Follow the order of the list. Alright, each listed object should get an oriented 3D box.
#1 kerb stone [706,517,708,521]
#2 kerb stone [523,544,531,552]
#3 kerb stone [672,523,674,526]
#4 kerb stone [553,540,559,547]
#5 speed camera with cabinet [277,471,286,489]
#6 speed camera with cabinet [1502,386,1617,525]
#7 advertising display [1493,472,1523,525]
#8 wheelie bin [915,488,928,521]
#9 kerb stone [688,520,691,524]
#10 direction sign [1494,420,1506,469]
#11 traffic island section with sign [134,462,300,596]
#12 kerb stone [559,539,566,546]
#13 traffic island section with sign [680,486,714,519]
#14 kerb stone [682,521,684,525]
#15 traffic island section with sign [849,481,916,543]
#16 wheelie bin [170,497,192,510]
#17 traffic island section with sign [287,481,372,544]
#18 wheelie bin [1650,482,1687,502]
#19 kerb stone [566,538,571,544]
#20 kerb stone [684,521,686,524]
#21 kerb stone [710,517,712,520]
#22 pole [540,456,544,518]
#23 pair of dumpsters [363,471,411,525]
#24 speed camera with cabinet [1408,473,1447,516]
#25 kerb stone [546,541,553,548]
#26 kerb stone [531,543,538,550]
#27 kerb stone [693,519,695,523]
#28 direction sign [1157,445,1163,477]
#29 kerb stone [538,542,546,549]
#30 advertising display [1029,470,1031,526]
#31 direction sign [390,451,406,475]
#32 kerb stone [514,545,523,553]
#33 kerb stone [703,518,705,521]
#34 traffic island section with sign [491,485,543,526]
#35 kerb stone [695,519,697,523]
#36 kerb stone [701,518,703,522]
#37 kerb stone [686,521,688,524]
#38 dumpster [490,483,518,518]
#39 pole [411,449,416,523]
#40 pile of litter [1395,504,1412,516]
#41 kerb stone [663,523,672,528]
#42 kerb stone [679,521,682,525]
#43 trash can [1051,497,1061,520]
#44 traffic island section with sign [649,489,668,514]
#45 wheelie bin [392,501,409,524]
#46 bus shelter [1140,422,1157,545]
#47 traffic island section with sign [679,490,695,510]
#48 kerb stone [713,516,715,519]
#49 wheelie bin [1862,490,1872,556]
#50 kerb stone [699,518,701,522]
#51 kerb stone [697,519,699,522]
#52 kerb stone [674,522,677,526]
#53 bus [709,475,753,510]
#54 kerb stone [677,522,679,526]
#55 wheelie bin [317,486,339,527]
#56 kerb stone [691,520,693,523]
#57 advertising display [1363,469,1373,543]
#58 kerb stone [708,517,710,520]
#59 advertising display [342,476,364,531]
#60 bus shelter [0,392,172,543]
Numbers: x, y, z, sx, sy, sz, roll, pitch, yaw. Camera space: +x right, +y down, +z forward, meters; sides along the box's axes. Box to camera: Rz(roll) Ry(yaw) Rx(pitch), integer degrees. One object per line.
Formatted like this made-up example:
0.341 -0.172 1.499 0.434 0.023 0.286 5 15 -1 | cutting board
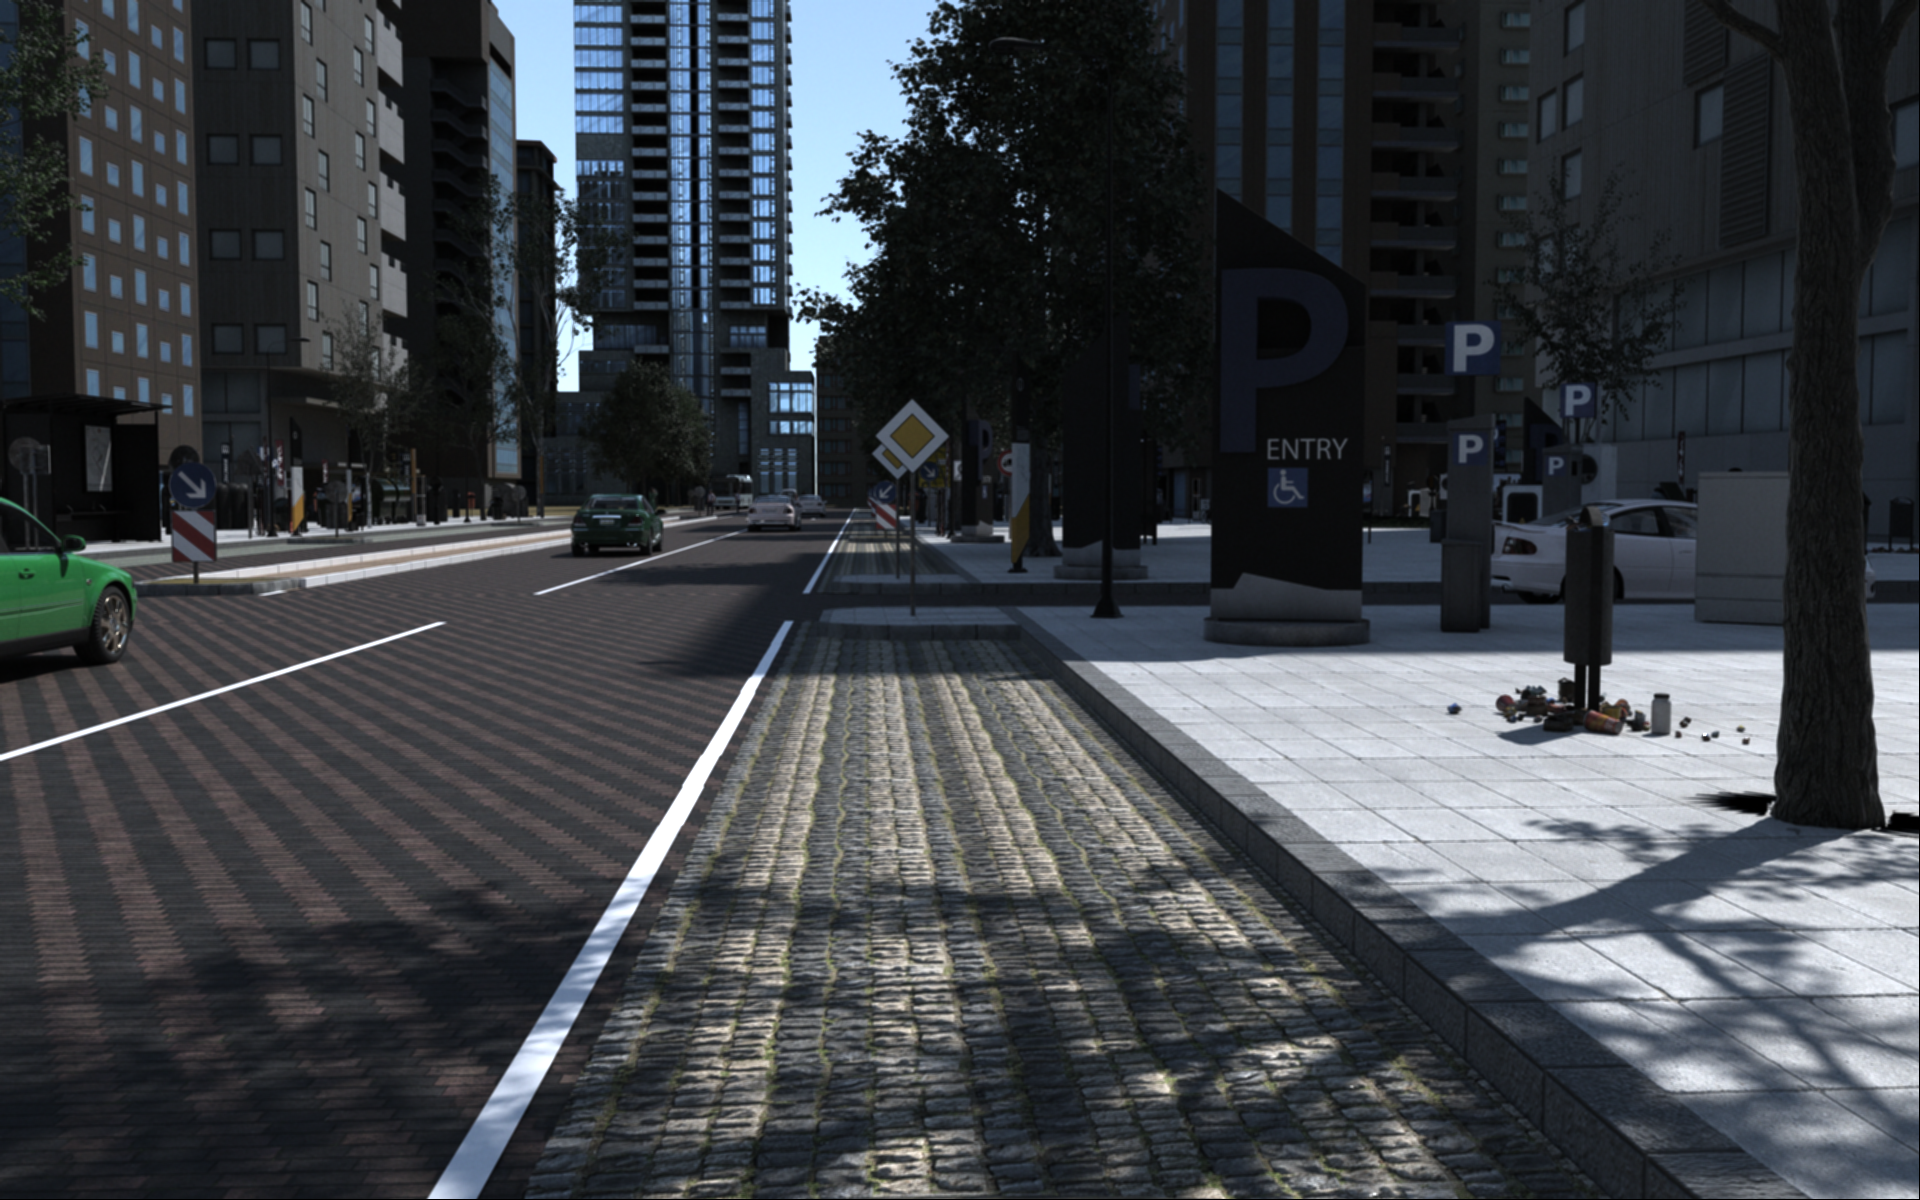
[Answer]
-13.653 -4.284 92.251 0.120 0.150 1.000 0 4 -3 | kerb stone
-10.913 -1.282 43.158 0.120 0.150 1.000 0 4 -3 | kerb stone
-12.736 -3.280 75.876 0.120 0.150 1.000 0 4 -3 | kerb stone
-11.147 -1.532 47.247 0.120 0.150 1.000 0 4 -3 | kerb stone
-26.924 -4.566 68.990 0.660 3.252 2.038 0 4 6 | speed camera with cabinet
11.101 -2.312 32.139 0.660 3.252 2.038 -3 4 -38 | speed camera with cabinet
16.088 -2.808 51.120 0.974 1.923 0.123 2 4 28 | advertising display
-1.993 -4.617 83.393 0.693 1.594 0.980 -3 4 -38 | wheelie bin
-13.142 -3.720 83.028 0.120 0.150 1.000 0 4 -3 | kerb stone
16.254 -3.737 53.091 0.876 3.537 0.379 1 4 19 | direction sign
-10.971 -1.053 25.349 2.006 1.907 1.989 0 4 -3 | traffic island section with sign
-11.207 -1.595 48.268 0.120 0.150 1.000 0 4 -3 | kerb stone
-15.153 -5.641 100.371 2.006 1.907 1.989 0 4 -3 | traffic island section with sign
-12.969 -3.532 79.966 0.120 0.150 1.000 0 4 -3 | kerb stone
-2.324 -2.628 51.601 1.989 1.847 2.006 0 4 -3 | traffic island section with sign
-26.310 -3.113 58.810 0.693 1.594 0.980 2 4 23 | wheelie bin
-18.202 -2.545 50.245 1.989 1.847 2.006 0 4 -3 | traffic island section with sign
18.519 -2.292 45.375 0.980 1.594 0.693 -2 4 -29 | wheelie bin
-11.260 -1.656 49.292 0.120 0.150 1.000 0 4 -3 | kerb stone
-13.028 -3.591 80.987 0.120 0.150 1.000 0 4 -3 | kerb stone
-13.765 -4.410 94.299 0.120 0.150 1.000 0 4 -3 | kerb stone
-22.438 -6.060 92.916 0.158 3.312 0.155 0 3 0 | pole
-24.335 -4.287 72.590 1.574 2.255 4.437 0 4 -3 | pair of dumpsters
20.932 -5.034 76.637 2.038 3.252 0.660 2 4 26 | speed camera with cabinet
-11.094 -1.470 46.226 0.120 0.150 1.000 0 4 -3 | kerb stone
-10.977 -1.341 44.180 0.120 0.150 1.000 0 4 -3 | kerb stone
-13.259 -3.842 85.088 0.120 0.150 1.000 0 4 -3 | kerb stone
9.080 -5.422 80.641 0.379 3.537 0.876 -3 5 -41 | direction sign
-11.031 -1.407 45.206 0.120 0.150 1.000 0 4 -3 | kerb stone
1.886 -2.536 46.678 0.974 1.923 0.123 -3 4 -36 | advertising display
-29.514 -6.059 91.059 0.876 3.537 0.379 0 4 -1 | direction sign
-10.859 -1.220 42.136 0.120 0.150 1.000 0 4 -3 | kerb stone
-13.542 -4.160 90.205 0.120 0.150 1.000 0 4 -3 | kerb stone
-19.695 -4.192 77.159 1.989 1.847 2.006 0 4 -3 | traffic island section with sign
-13.310 -3.909 86.111 0.120 0.150 1.000 0 4 -3 | kerb stone
-13.488 -4.097 89.182 0.120 0.150 1.000 0 4 -3 | kerb stone
-13.087 -3.658 82.007 0.120 0.150 1.000 0 4 -3 | kerb stone
-24.284 -5.306 92.507 1.264 1.857 1.865 0 4 -3 | dumpster
-24.521 -5.133 77.773 0.158 3.312 0.155 0 3 0 | pole
18.940 -3.689 74.280 1.176 0.858 1.719 -2 4 -23 | pile of litter
-12.684 -3.221 74.853 0.120 0.150 1.000 0 4 -3 | kerb stone
-12.913 -3.471 78.945 0.120 0.150 1.000 0 4 -3 | kerb stone
4.590 -4.459 84.552 0.748 1.137 0.748 0 3 0 | trash can
-22.466 -7.238 126.973 1.989 1.847 2.006 0 4 -3 | traffic island section with sign
-24.455 -4.137 75.553 0.980 1.594 0.693 3 5 39 | wheelie bin
4.044 -3.175 45.831 2.014 3.302 5.546 0 4 -3 | bus shelter
-24.015 -8.943 154.849 1.989 1.847 2.006 0 4 -3 | traffic island section with sign
-13.874 -4.535 96.340 0.120 0.150 1.000 0 4 -3 | kerb stone
18.005 -1.656 34.983 0.693 1.594 0.980 2 4 26 | wheelie bin
-13.428 -4.034 88.156 0.120 0.150 1.000 0 4 -3 | kerb stone
-13.365 -3.972 87.136 0.120 0.150 1.000 0 4 -3 | kerb stone
-12.800 -3.346 76.896 0.120 0.150 1.000 0 4 -3 | kerb stone
-21.485 -10.303 163.308 2.948 3.499 13.247 0 4 -1 | bus
-12.860 -3.401 77.925 0.120 0.150 1.000 0 4 -3 | kerb stone
-24.389 -3.606 66.865 0.693 1.594 0.980 0 4 6 | wheelie bin
-13.192 -3.776 84.055 0.120 0.150 1.000 0 4 -3 | kerb stone
10.222 -2.433 45.001 0.974 1.923 0.123 0 4 8 | advertising display
-13.709 -4.347 93.275 0.120 0.150 1.000 0 4 -3 | kerb stone
-21.184 -3.381 60.486 0.974 1.923 0.123 2 4 31 | advertising display
-21.682 -3.172 43.152 1.731 3.624 6.357 0 4 -3 | bus shelter
